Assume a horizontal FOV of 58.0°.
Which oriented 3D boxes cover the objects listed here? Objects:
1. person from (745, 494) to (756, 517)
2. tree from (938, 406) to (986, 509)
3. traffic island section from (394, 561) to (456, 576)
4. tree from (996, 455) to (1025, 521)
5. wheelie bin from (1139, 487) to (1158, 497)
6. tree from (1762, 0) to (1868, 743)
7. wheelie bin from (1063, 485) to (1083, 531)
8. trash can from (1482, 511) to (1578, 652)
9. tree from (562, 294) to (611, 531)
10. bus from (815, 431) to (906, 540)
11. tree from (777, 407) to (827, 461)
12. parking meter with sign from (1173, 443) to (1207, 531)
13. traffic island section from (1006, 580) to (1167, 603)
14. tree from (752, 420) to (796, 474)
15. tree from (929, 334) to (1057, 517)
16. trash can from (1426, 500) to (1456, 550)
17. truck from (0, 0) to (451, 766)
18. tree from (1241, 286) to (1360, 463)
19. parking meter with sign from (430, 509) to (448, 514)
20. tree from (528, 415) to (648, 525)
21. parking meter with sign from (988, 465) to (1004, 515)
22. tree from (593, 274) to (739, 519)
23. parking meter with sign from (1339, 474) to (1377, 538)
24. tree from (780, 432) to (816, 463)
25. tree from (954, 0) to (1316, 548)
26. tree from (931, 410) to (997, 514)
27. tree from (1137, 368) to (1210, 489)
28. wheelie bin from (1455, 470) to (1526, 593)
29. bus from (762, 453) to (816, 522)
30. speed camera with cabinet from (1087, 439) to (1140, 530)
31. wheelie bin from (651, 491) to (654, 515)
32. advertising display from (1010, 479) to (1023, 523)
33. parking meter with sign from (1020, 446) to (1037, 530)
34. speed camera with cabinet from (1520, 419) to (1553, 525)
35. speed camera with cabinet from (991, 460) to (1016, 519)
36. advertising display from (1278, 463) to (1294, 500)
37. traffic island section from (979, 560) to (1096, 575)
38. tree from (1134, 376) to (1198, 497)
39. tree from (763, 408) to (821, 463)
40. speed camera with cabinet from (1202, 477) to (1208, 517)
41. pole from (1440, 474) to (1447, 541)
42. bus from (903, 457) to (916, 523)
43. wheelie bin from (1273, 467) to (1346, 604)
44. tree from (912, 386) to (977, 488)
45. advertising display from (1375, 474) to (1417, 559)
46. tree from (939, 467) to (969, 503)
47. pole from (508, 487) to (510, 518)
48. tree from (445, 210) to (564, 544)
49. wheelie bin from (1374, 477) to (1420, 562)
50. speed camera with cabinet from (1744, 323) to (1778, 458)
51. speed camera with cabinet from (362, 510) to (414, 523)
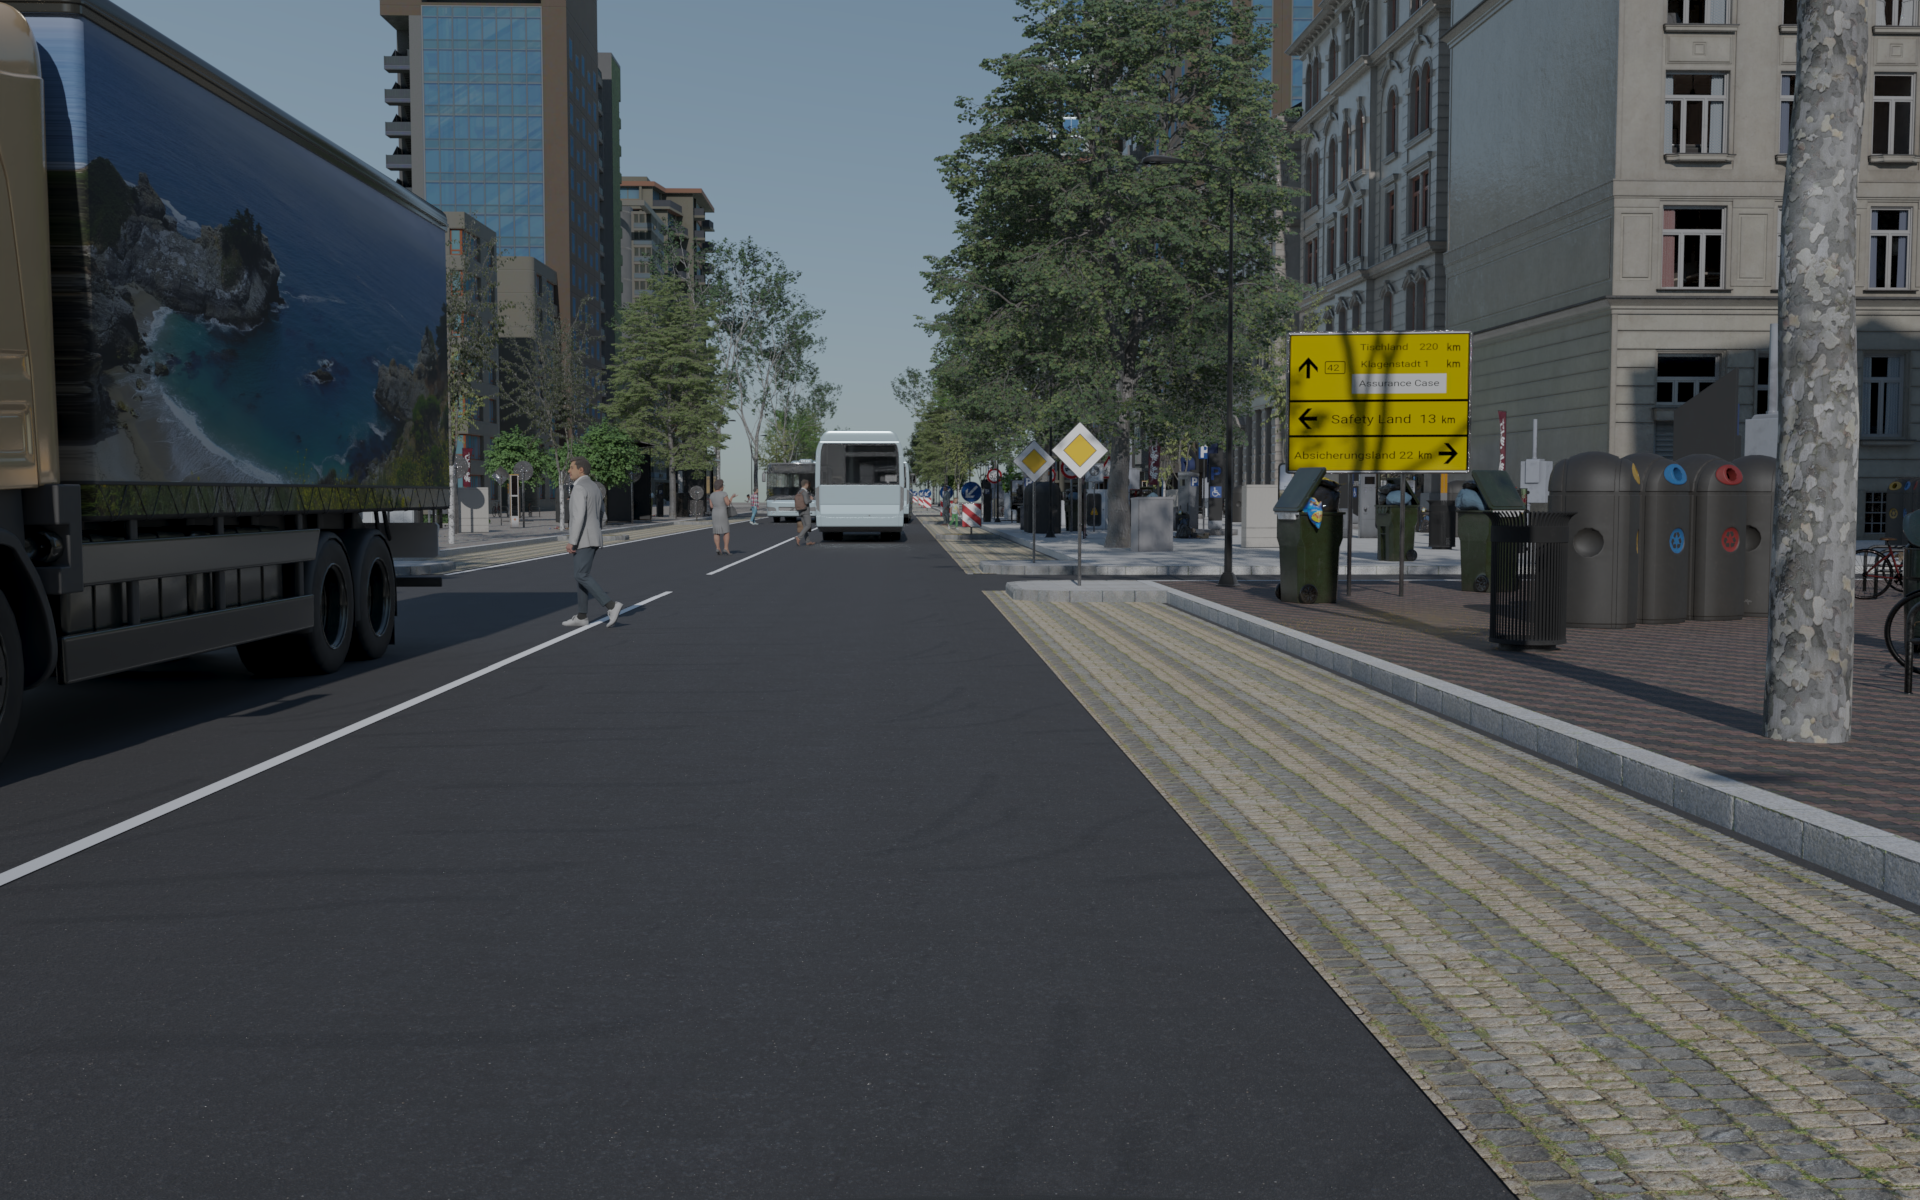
[{"bbox_3d":[-13.062,-5.907,108.269,0.628,1.438,0.799,1,4,10],"label":"person"},{"bbox_3d":[0.057,-11.421,137.099,4.737,8.622,4.395,0,3,0],"label":"tree"},{"bbox_3d":[-10.489,-0.581,31.775,2.009,0.180,2.903,0,4,-2],"label":"traffic island section"},{"bbox_3d":[2.440,-5.385,82.653,1.663,3.219,1.824,0,3,0],"label":"tree"},{"bbox_3d":[7.779,-3.946,72.432,0.980,1.594,0.693,0,4,5],"label":"wheelie bin"},{"bbox_3d":[5.688,-9.385,9.334,12.611,20.169,13.585,0,3,0],"label":"tree"},{"bbox_3d":[3.969,-3.176,59.844,0.693,1.594,0.980,-1,4,-19],"label":"wheelie bin"},{"bbox_3d":[4.685,-0.160,14.272,0.748,1.137,0.748,0,3,0],"label":"trash can"},{"bbox_3d":[-14.020,-6.724,60.292,4.360,8.622,3.978,0,3,0],"label":"tree"},{"bbox_3d":[-3.180,-3.786,56.757,2.948,3.499,13.247,0,4,-2],"label":"bus"},{"bbox_3d":[-20.095,-18.756,224.791,7.486,12.596,7.792,0,3,0],"label":"tree"},{"bbox_3d":[7.859,-3.868,59.502,0.543,3.016,1.738,-2,4,-31],"label":"parking meter with sign"},{"bbox_3d":[1.689,-0.119,24.227,2.009,0.180,2.903,0,4,-2],"label":"traffic island section"},{"bbox_3d":[-18.075,-13.292,167.694,4.737,8.622,4.395,0,3,0],"label":"tree"},{"bbox_3d":[1.856,-10.485,97.181,9.928,11.665,9.643,0,3,0],"label":"tree"},{"bbox_3d":[11.166,-1.739,40.094,0.748,1.137,0.748,0,3,0],"label":"trash can"},{"bbox_3d":[-6.060,-1.390,11.634,2.839,4.237,11.283,0,4,-2],"label":"truck"},{"bbox_3d":[11.761,-6.738,60.527,4.737,8.622,4.395,0,3,0],"label":"tree"},{"bbox_3d":[-24.496,-5.184,81.017,0.543,3.016,1.738,-3,5,-40],"label":"parking meter with sign"},{"bbox_3d":[-14.598,-5.376,71.615,4.285,4.588,4.351,0,3,0],"label":"tree"},{"bbox_3d":[2.373,-6.603,104.216,0.543,3.016,1.738,2,4,35],"label":"parking meter with sign"},{"bbox_3d":[-15.312,-10.527,90.243,7.486,12.596,7.792,0,3,0],"label":"tree"},{"bbox_3d":[11.898,-3.297,50.172,1.738,3.016,0.543,0,4,5],"label":"parking meter with sign"},{"bbox_3d":[-19.050,-15.358,201.471,4.360,8.622,3.978,0,3,0],"label":"tree"},{"bbox_3d":[3.903,-8.227,41.165,9.857,13.997,8.962,0,3,0],"label":"tree"},{"bbox_3d":[1.216,-9.762,109.971,4.360,8.622,3.978,0,3,0],"label":"tree"},{"bbox_3d":[10.066,-7.843,78.599,4.737,8.622,4.395,0,3,0],"label":"tree"},{"bbox_3d":[6.934,-0.910,22.791,0.980,1.594,0.693,-2,4,-30],"label":"wheelie bin"},{"bbox_3d":[-8.278,-5.868,90.798,2.948,3.499,13.247,0,4,0],"label":"bus"},{"bbox_3d":[5.447,-4.153,62.239,2.038,3.252,0.660,3,5,39],"label":"speed camera with cabinet"},{"bbox_3d":[-16.193,-4.976,89.268,0.980,1.594,0.693,-3,4,-38],"label":"wheelie bin"},{"bbox_3d":[2.679,-4.370,76.661,0.974,1.923,0.123,-2,4,-26],"label":"advertising display"},{"bbox_3d":[2.512,-4.053,62.524,0.543,3.016,1.738,1,4,11],"label":"parking meter with sign"},{"bbox_3d":[15.825,-3.129,45.493,2.038,3.252,0.660,3,4,38],"label":"speed camera with cabinet"},{"bbox_3d":[2.402,-5.792,89.042,2.038,3.252,0.660,3,4,39],"label":"speed camera with cabinet"},{"bbox_3d":[6.950,-1.847,35.407,0.974,1.923,0.123,3,5,40],"label":"advertising display"},{"bbox_3d":[1.395,-0.607,32.207,2.009,0.180,2.903,0,4,-2],"label":"traffic island section"},{"bbox_3d":[12.304,-9.284,102.161,4.360,8.622,3.978,0,3,0],"label":"tree"},{"bbox_3d":[-20.122,-17.240,207.636,9.928,11.665,9.643,0,3,0],"label":"tree"},{"bbox_3d":[13.962,-6.293,97.221,0.660,3.252,2.038,1,4,13],"label":"speed camera with cabinet"},{"bbox_3d":[12.089,-3.022,43.258,0.158,3.312,0.155,0,3,0],"label":"pole"},{"bbox_3d":[-3.790,-5.762,89.073,2.948,3.499,13.247,0,4,-1],"label":"bus"},{"bbox_3d":[4.141,-0.772,20.524,0.693,1.594,0.980,-1,4,-18],"label":"wheelie bin"},{"bbox_3d":[-0.963,-15.174,166.219,7.486,12.596,7.792,0,3,0],"label":"tree"},{"bbox_3d":[8.610,-1.774,34.212,0.974,1.923,0.123,-2,4,-29],"label":"advertising display"},{"bbox_3d":[-0.526,-11.579,173.031,4.285,4.588,4.351,0,3,0],"label":"tree"},{"bbox_3d":[-24.165,-6.061,92.944,0.158,3.312,0.155,0,3,0],"label":"pole"},{"bbox_3d":[-13.344,-5.760,44.541,4.360,8.622,3.978,0,3,0],"label":"tree"},{"bbox_3d":[8.341,-1.540,33.091,0.693,1.594,0.980,-1,4,-16],"label":"wheelie bin"},{"bbox_3d":[8.890,-1.553,19.735,2.038,3.252,0.660,-2,4,-23],"label":"speed camera with cabinet"},{"bbox_3d":[-13.188,-2.690,38.324,2.038,3.252,0.660,-3,5,-41],"label":"speed camera with cabinet"}]
